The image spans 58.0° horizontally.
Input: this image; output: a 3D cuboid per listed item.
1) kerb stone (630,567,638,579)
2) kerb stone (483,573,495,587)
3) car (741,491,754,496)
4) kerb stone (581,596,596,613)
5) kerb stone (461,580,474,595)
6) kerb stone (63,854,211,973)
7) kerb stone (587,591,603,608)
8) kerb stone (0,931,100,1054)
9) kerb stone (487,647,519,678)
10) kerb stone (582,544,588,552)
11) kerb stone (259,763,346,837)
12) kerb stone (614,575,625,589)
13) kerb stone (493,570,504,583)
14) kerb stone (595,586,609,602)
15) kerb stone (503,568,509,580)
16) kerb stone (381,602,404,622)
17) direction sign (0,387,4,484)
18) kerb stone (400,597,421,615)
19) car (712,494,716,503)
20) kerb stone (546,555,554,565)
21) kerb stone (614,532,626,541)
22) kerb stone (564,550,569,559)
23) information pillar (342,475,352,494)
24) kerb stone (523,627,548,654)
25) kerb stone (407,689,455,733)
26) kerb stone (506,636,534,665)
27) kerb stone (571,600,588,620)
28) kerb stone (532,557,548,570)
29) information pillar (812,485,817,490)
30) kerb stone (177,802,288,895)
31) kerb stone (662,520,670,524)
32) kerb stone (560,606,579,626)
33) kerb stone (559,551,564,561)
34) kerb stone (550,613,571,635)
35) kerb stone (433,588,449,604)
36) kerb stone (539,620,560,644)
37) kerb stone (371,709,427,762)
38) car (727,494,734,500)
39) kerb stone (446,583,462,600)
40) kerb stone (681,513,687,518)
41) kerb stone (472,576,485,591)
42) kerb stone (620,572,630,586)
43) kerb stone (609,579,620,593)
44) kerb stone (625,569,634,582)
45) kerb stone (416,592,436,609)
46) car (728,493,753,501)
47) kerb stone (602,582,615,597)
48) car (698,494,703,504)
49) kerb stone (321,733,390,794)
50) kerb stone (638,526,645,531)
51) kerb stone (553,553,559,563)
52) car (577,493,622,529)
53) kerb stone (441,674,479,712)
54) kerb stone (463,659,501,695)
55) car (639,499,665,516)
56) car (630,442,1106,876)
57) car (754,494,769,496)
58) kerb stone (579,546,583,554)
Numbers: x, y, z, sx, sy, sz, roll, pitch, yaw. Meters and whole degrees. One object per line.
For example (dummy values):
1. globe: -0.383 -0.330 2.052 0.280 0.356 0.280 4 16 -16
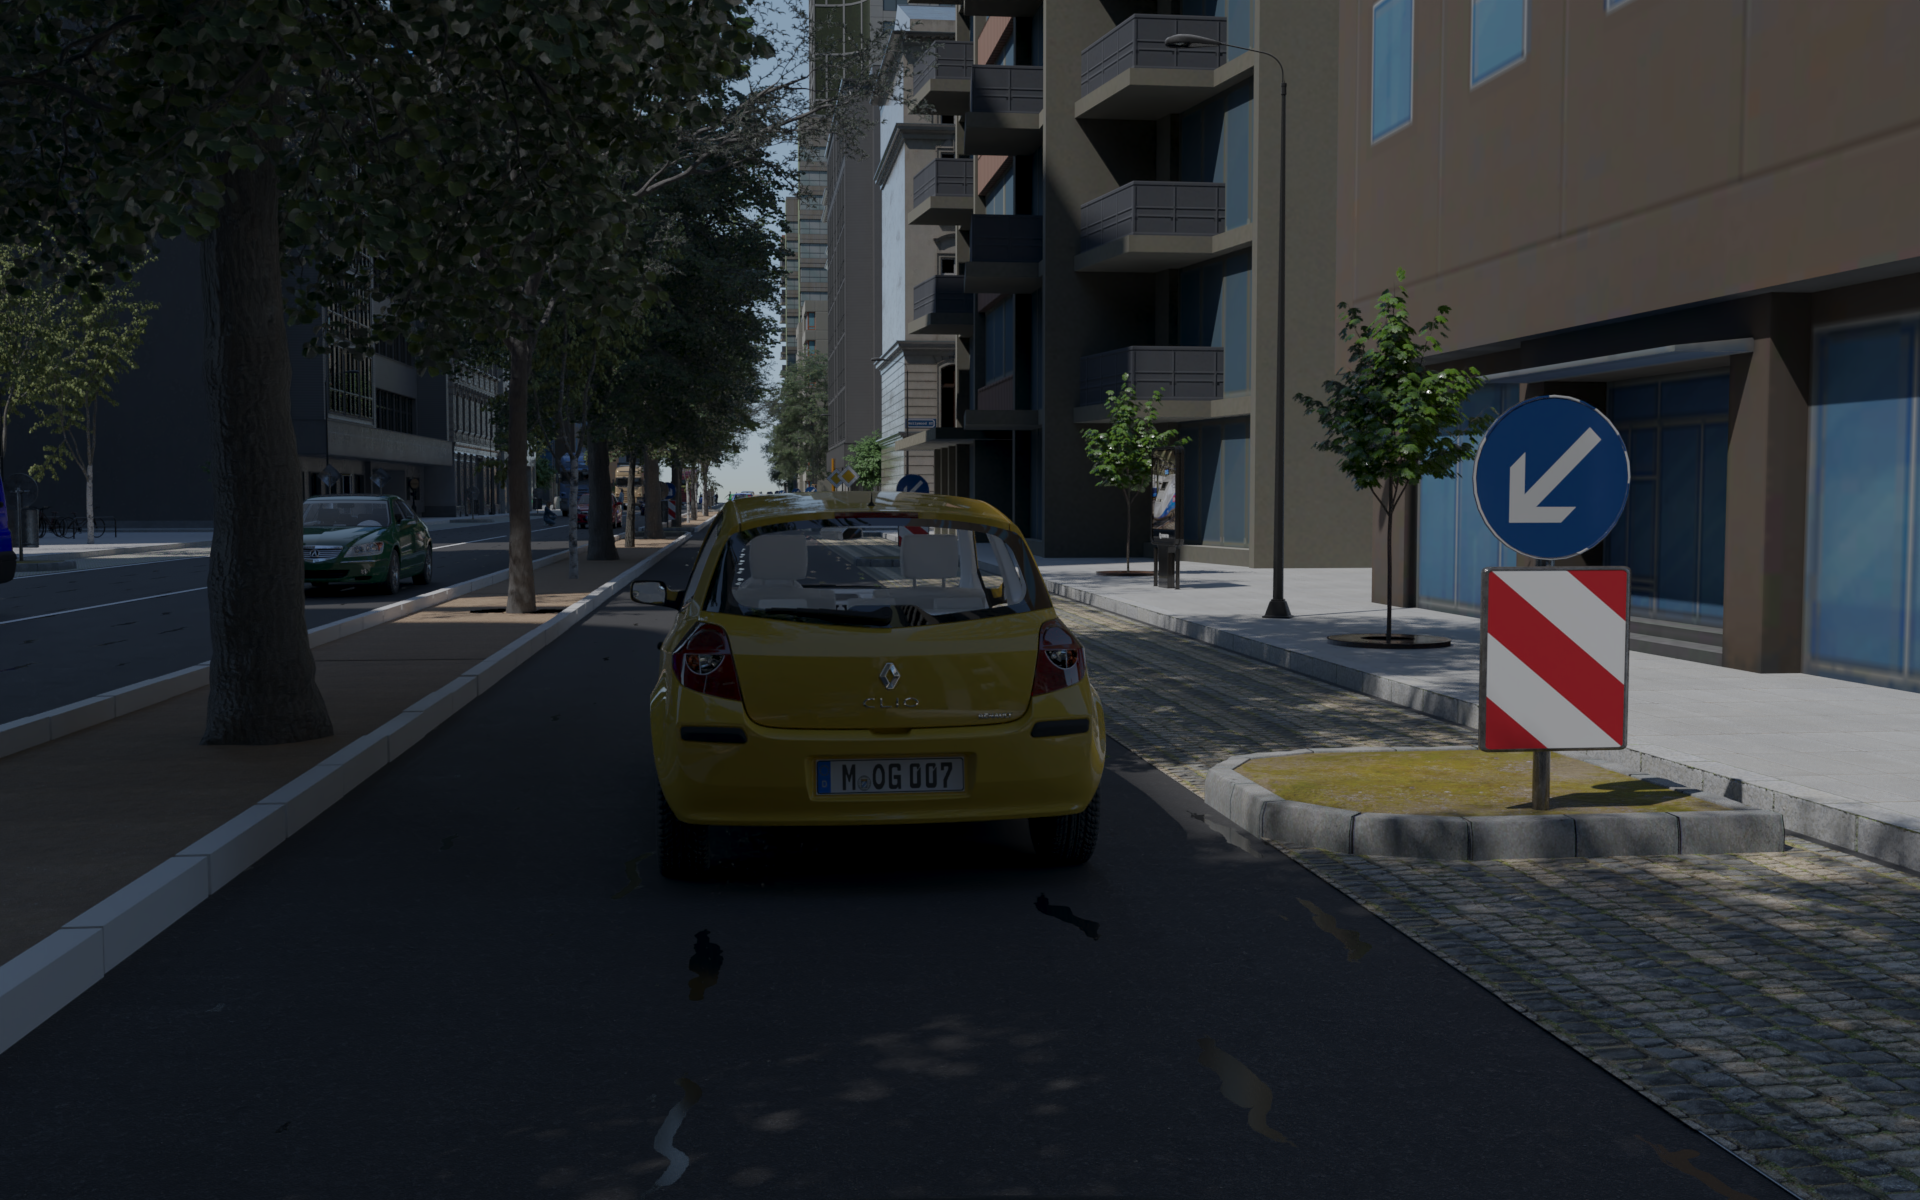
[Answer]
1. kerb stone: -5.543 -0.421 29.100 0.120 0.150 1.000 0 4 -7
2. kerb stone: -7.364 -0.278 26.767 0.120 0.150 1.000 0 4 -7
3. car: -24.695 -11.776 201.209 2.281 1.827 5.304 0 4 -8
4. kerb stone: -4.538 0.083 20.936 0.120 0.150 1.000 0 4 -7
5. kerb stone: -7.122 -0.155 24.723 0.120 0.150 1.000 0 4 -7
6. kerb stone: -2.673 1.016 5.655 0.120 0.150 1.000 0 4 -7
7. kerb stone: -4.660 0.015 21.951 0.120 0.150 1.000 0 4 -7
8. kerb stone: -2.541 1.078 4.635 0.120 0.150 1.000 0 4 -7
9. kerb stone: -3.669 0.513 13.813 0.120 0.150 1.000 0 4 -7
10. kerb stone: -9.360 -1.277 43.076 0.120 0.150 1.000 0 4 -7
11. kerb stone: -2.921 0.887 7.701 0.120 0.150 1.000 0 4 -7
12. kerb stone: -5.165 -0.235 26.038 0.120 0.150 1.000 0 4 -7
13. kerb stone: -7.482 -0.342 27.787 0.120 0.150 1.000 0 4 -7
14. kerb stone: -4.791 -0.047 22.965 0.120 0.150 1.000 0 4 -7
15. kerb stone: -7.614 -0.404 28.807 0.120 0.150 1.000 0 4 -7
16. kerb stone: -6.496 0.156 19.646 0.120 0.150 1.000 0 4 -7
17. direction sign: -20.105 -2.712 36.345 0.379 3.537 0.876 -2 4 -27
18. kerb stone: -6.618 0.094 20.664 0.120 0.150 1.000 0 4 -7
19. car: -38.753 -15.788 269.923 2.131 1.459 4.920 0 4 -6
20. kerb stone: -8.363 -0.774 34.925 0.120 0.150 1.000 0 4 -7
21. kerb stone: -10.855 -2.021 55.293 0.120 0.150 1.000 0 4 -7
22. kerb stone: -8.734 -0.961 37.981 0.120 0.150 1.000 0 4 -7
23. information pillar: -23.366 -3.768 66.096 0.304 2.012 0.304 -1 4 -10
24. kerb stone: -3.917 0.388 15.848 0.120 0.150 1.000 0 4 -7
25. kerb stone: -3.296 0.701 10.747 0.120 0.150 1.000 0 4 -7
26. kerb stone: -3.794 0.450 14.833 0.120 0.150 1.000 0 4 -7
27. kerb stone: -4.414 0.139 19.916 0.120 0.150 1.000 0 4 -7
28. kerb stone: -8.235 -0.713 33.900 0.120 0.150 1.000 0 4 -7
29. information pillar: -11.161 -7.853 132.882 0.304 2.012 0.304 -3 5 -42
30. kerb stone: -2.797 0.952 6.678 0.120 0.150 1.000 0 4 -7
31. kerb stone: -14.655 -3.920 86.377 0.120 0.150 1.000 0 4 -7
32. kerb stone: -4.293 0.205 18.901 0.120 0.150 1.000 0 4 -7
33. kerb stone: -8.611 -0.903 36.966 0.120 0.150 1.000 0 4 -7
34. kerb stone: -4.158 0.266 17.888 0.120 0.150 1.000 0 4 -7
35. kerb stone: -6.872 -0.027 22.694 0.120 0.150 1.000 0 4 -7
36. kerb stone: -4.035 0.328 16.873 0.120 0.150 1.000 0 4 -7
37. kerb stone: -3.164 0.767 9.733 0.120 0.150 1.000 0 4 -7
38. car: -17.152 -7.687 134.476 1.959 1.807 4.718 0 4 -6
39. kerb stone: -6.991 -0.093 23.709 0.120 0.150 1.000 0 4 -7
40. kerb stone: -17.638 -5.413 110.790 0.120 0.150 1.000 0 4 -7
41. kerb stone: -7.241 -0.216 25.752 0.120 0.150 1.000 0 4 -7
42. kerb stone: -5.289 -0.297 27.059 0.120 0.150 1.000 0 4 -7
43. kerb stone: -5.040 -0.172 25.014 0.120 0.150 1.000 0 4 -7
44. kerb stone: -5.419 -0.360 28.081 0.120 0.150 1.000 0 4 -7
45. kerb stone: -6.749 0.032 21.679 0.120 0.150 1.000 0 4 -7
46. car: -13.869 -6.192 110.829 1.945 1.707 3.694 0 4 -8
47. kerb stone: -4.921 -0.110 23.996 0.120 0.150 1.000 0 4 -7
48. car: -36.319 -14.490 246.508 1.945 1.707 3.694 0 4 -7
49. kerb stone: -3.049 0.825 8.717 0.120 0.150 1.000 0 4 -7
50. kerb stone: -12.286 -2.733 67.020 0.120 0.150 1.000 0 4 -7
51. kerb stone: -8.482 -0.841 35.947 0.120 0.150 1.000 0 4 -7
52. car: -15.302 -3.920 73.124 2.155 1.783 4.494 0 4 -6
53. kerb stone: -3.421 0.649 11.763 0.120 0.150 1.000 0 4 -7
54. kerb stone: -3.539 0.575 12.787 0.120 0.150 1.000 0 4 -7
55. car: -20.649 -6.386 116.985 1.945 1.354 3.894 0 4 -8
56. car: -0.526 0.135 8.017 2.015 1.641 3.980 -1 4 -8
57. car: -13.356 -6.536 117.089 2.015 1.641 3.980 0 4 -6
58. kerb stone: -9.114 -1.152 41.046 0.120 0.150 1.000 0 4 -7
